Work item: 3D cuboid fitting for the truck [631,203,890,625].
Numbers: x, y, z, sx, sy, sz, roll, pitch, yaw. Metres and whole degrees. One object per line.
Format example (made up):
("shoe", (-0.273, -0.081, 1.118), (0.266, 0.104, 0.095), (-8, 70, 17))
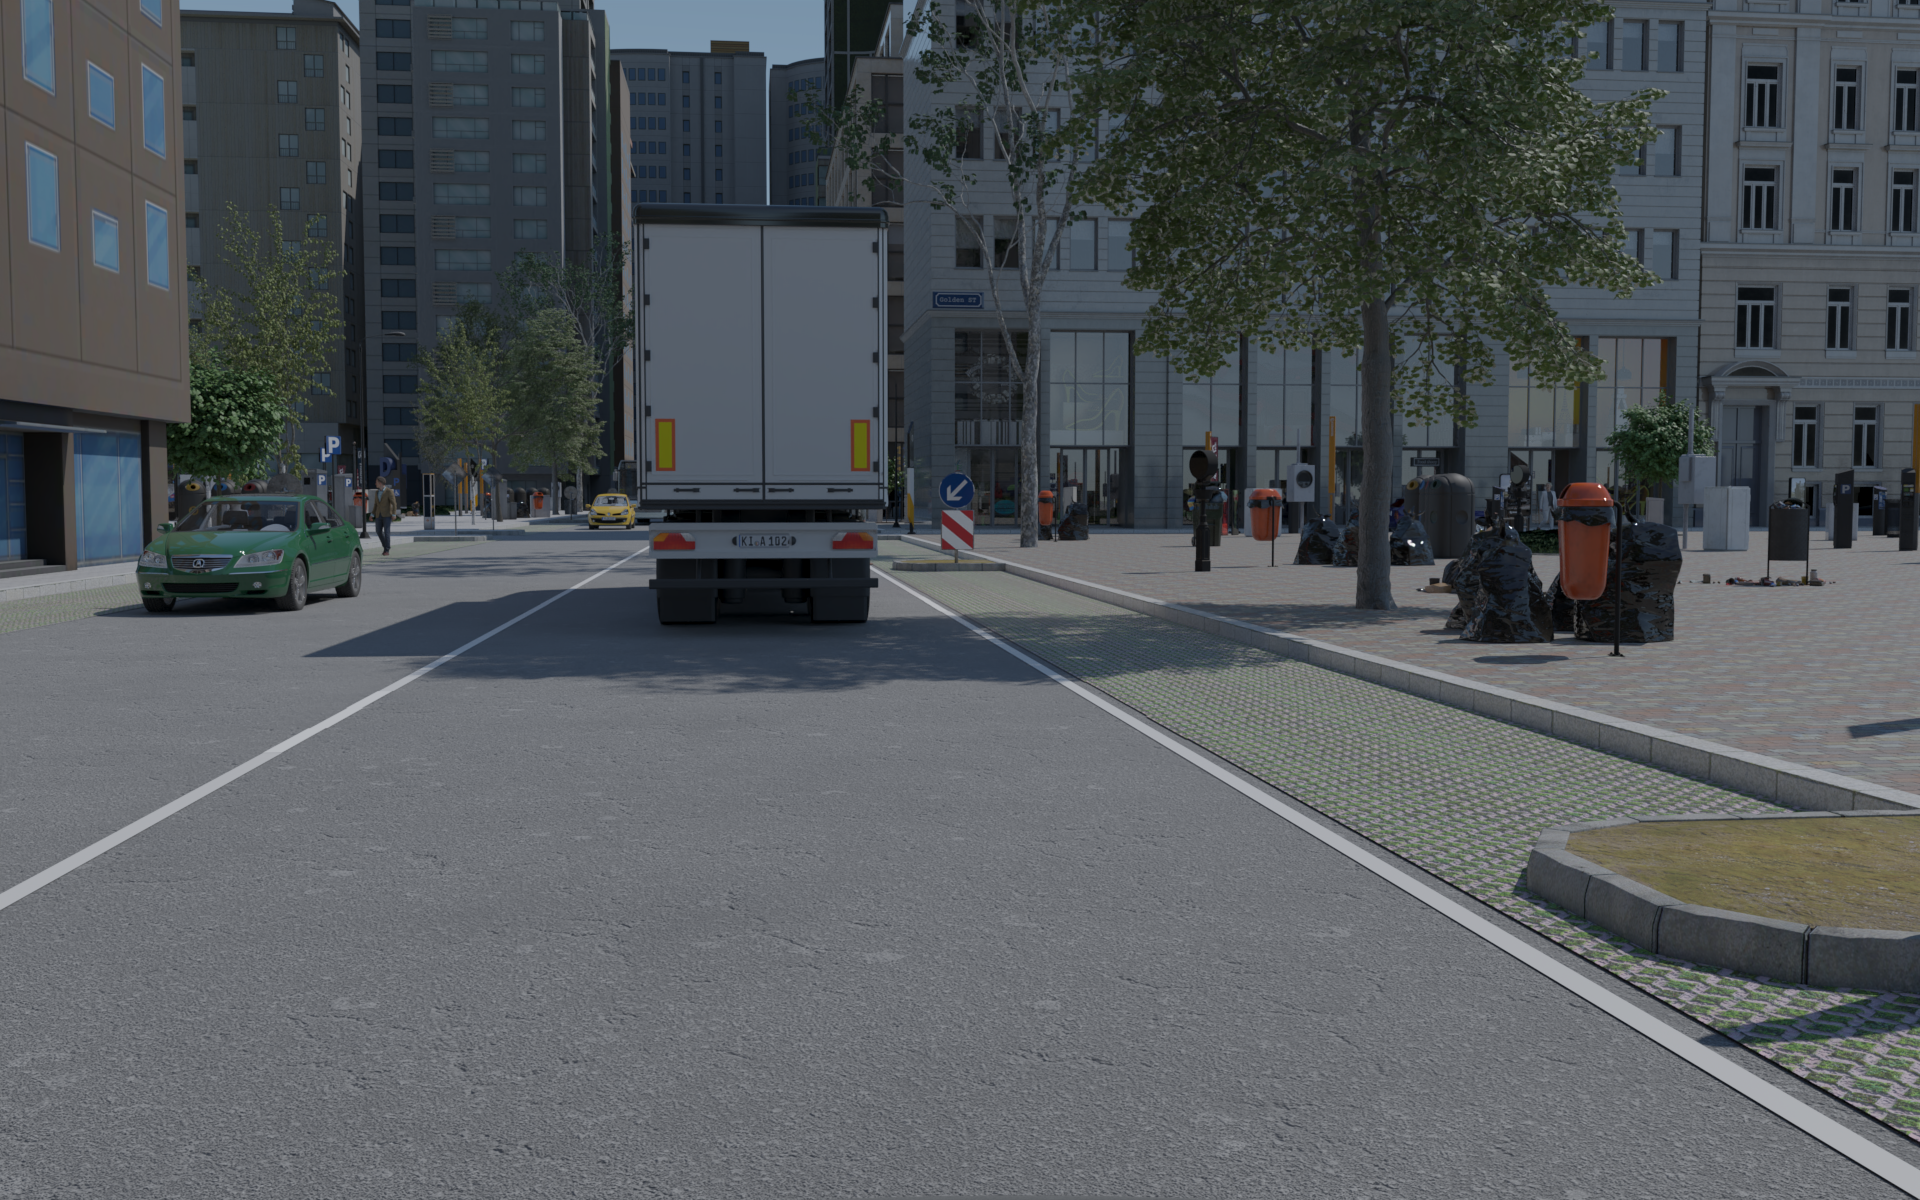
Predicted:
("truck", (-2.551, -2.047, 22.390), (2.839, 4.237, 11.283), (0, 4, -7))

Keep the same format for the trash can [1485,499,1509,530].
("trash can", (16.546, -2.553, 53.400), (0.748, 1.137, 0.748), (0, 3, 0))

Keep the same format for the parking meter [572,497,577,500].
("parking meter", (-26.406, -6.733, 118.491), (0.372, 1.533, 0.369), (0, 3, 0))

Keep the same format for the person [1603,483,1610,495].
("person", (22.102, -3.122, 59.726), (0.592, 1.802, 0.473), (1, 4, 21))

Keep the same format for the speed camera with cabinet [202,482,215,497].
("speed camera with cabinet", (-35.794, -5.354, 81.872), (2.038, 3.252, 0.660), (2, 4, 33))

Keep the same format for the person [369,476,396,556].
("person", (-13.433, -1.952, 40.323), (0.656, 1.842, 0.836), (-1, 4, -8))

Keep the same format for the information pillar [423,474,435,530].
("information pillar", (-19.107, -3.536, 62.310), (0.304, 2.012, 0.304), (0, 4, 7))

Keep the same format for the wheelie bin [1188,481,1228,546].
("wheelie bin", (6.109, -2.118, 42.537), (0.980, 1.594, 0.693), (-1, 4, -11))

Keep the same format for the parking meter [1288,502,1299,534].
("parking meter", (10.813, -3.083, 56.112), (0.255, 1.863, 0.399), (0, 4, -5))

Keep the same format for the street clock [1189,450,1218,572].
("street clock", (4.020, -1.471, 28.622), (0.358, 2.002, 0.471), (-2, 4, -34))

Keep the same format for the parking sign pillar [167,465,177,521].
("parking sign pillar", (-37.849, -5.746, 82.426), (1.447, 3.967, 1.447), (-3, 4, -39))

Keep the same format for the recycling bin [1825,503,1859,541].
("recycling bin", (24.446, -2.169, 48.024), (0.722, 1.027, 0.722), (1, 4, 19))

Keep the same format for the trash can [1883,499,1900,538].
("trash can", (27.615, -2.412, 51.094), (0.748, 1.137, 0.748), (0, 3, 0))

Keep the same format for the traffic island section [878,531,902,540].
("traffic island section", (-2.974, -1.989, 54.803), (2.009, 0.180, 2.903), (0, 4, -7))

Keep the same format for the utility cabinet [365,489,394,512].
("utility cabinet", (-27.149, -4.436, 81.201), (1.173, 1.500, 0.318), (1, 4, 14))

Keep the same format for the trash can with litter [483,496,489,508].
("trash can with litter", (-28.661, -5.746, 105.342), (1.055, 1.170, 0.624), (1, 4, 11))

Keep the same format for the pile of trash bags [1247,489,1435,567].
("pile of trash bags", (6.716, -1.311, 31.195), (3.447, 1.369, 1.912), (-1, 4, -22))

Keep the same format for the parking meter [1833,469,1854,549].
("parking meter", (20.807, -2.147, 40.816), (0.399, 1.863, 0.255), (1, 4, 11))

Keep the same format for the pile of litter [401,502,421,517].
("pile of litter", (-31.325, -5.193, 98.876), (1.176, 0.858, 1.719), (0, 4, -8))

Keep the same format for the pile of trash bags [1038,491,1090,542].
("pile of trash bags", (2.589, -2.333, 47.900), (1.912, 1.369, 3.447), (1, 4, 10))

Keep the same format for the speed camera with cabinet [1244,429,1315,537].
("speed camera with cabinet", (9.627, -3.536, 52.154), (2.038, 3.252, 0.660), (-1, 4, -14))

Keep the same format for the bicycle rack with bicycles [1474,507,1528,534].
("bicycle rack with bicycles", (14.650, -2.181, 49.046), (2.852, 0.926, 2.925), (3, 5, 42))

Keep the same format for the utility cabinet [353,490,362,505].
("utility cabinet", (-29.831, -4.739, 86.164), (0.318, 1.500, 1.173), (0, 4, 4))

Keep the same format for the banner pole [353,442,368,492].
("banner pole", (-28.766, -5.684, 82.950), (0.863, 3.779, 0.401), (1, 4, 14))

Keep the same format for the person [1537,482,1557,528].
("person", (20.488, -3.184, 60.431), (0.514, 1.842, 0.818), (-2, 4, -25))

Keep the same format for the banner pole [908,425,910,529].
("banner pole", (-1.767, -4.465, 63.018), (0.401, 3.779, 0.863), (1, 4, 9))

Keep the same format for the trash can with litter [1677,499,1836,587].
("trash can with litter", (11.338, -0.830, 24.631), (2.233, 1.210, 1.678), (1, 4, 18))

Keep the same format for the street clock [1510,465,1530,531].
("street clock", (14.003, -2.373, 43.366), (0.358, 2.002, 0.471), (-2, 4, -25))

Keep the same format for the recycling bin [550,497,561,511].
("recycling bin", (-31.369, -7.422, 133.896), (0.722, 1.027, 0.722), (-3, 5, -42))

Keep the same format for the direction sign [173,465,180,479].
("direction sign", (-41.465, -6.099, 91.723), (0.379, 3.537, 0.876), (2, 4, 33))

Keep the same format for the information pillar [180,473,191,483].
("information pillar", (-33.107, -5.065, 74.160), (0.504, 3.616, 0.183), (-1, 4, -21))

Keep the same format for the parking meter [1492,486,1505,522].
("parking meter", (16.254, -2.683, 52.276), (0.372, 1.533, 0.369), (0, 3, 0))

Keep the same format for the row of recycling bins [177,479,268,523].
("row of recycling bins", (-20.114, -2.526, 48.406), (3.534, 1.692, 1.069), (0, 4, 0))

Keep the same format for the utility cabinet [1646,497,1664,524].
("utility cabinet", (13.169, -1.326, 32.835), (0.306, 1.237, 1.020), (1, 4, 20))

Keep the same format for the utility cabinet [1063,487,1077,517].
("utility cabinet", (3.349, -2.704, 52.896), (0.318, 1.500, 1.173), (1, 4, 9))

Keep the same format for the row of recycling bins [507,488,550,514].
("row of recycling bins", (-27.493, -6.271, 109.649), (1.069, 1.692, 3.534), (3, 5, 42))

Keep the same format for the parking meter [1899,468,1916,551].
("parking meter", (21.386, -2.043, 39.107), (0.255, 1.863, 0.399), (1, 4, 23))

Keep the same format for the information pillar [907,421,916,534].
("information pillar", (-1.576, -3.918, 55.418), (0.183, 3.616, 0.504), (1, 4, 14))

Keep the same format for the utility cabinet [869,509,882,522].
("utility cabinet", (-3.913, -4.226, 80.258), (0.306, 1.237, 1.020), (-2, 4, -26))

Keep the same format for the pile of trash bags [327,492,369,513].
("pile of trash bags", (-25.344, -3.640, 69.265), (3.447, 1.369, 1.912), (0, 4, 2))

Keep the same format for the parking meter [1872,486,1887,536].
("parking meter", (28.427, -2.759, 53.514), (0.372, 1.533, 0.369), (0, 3, 0))

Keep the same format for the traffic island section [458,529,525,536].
("traffic island section", (-16.502, -2.380, 61.186), (2.009, 0.180, 2.903), (0, 4, -7))

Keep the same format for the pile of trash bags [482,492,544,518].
("pile of trash bags", (-23.687, -5.060, 92.483), (1.912, 1.369, 3.447), (3, 4, 38))

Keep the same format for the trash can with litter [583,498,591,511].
("trash can with litter", (-28.322, -7.267, 130.205), (1.055, 1.170, 0.624), (-3, 5, -43))

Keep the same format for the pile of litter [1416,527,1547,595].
("pile of litter", (6.848, -0.520, 22.471), (1.719, 0.858, 1.176), (3, 4, 37))

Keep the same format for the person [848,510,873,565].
("person", (-2.105, -1.603, 34.810), (0.635, 1.810, 0.391), (2, 4, 28))

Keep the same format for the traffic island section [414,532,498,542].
("traffic island section", (-15.521, -1.895, 53.261), (2.009, 0.180, 2.903), (0, 4, -7))

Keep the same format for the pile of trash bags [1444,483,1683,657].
("pile of trash bags", (5.293, -0.328, 15.114), (1.912, 1.369, 3.447), (1, 4, 13))

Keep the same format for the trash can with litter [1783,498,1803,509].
("trash can with litter", (24.001, -2.364, 50.038), (0.624, 1.170, 1.055), (2, 4, 26))

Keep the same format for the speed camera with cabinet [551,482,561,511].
("speed camera with cabinet", (-31.515, -8.433, 132.212), (2.038, 3.252, 0.660), (0, 4, -5))

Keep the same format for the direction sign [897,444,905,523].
("direction sign", (-2.623, -5.256, 77.931), (0.379, 3.537, 0.876), (2, 4, 28))

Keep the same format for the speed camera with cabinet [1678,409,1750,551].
("speed camera with cabinet", (17.298, -2.776, 39.728), (0.660, 3.252, 2.038), (-1, 4, -8))

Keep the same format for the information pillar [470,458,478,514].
("information pillar", (-31.329, -7.351, 111.550), (0.183, 3.616, 0.504), (3, 5, 40))

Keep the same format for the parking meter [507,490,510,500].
("parking meter", (-25.510, -5.452, 97.557), (0.372, 1.533, 0.369), (0, 3, 0))

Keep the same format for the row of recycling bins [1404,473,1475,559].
("row of recycling bins", (9.970, -1.765, 35.970), (1.069, 1.692, 3.534), (0, 4, 4))

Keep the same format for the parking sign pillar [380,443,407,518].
("parking sign pillar", (-30.053, -6.291, 91.329), (1.447, 3.967, 1.447), (3, 5, 42))

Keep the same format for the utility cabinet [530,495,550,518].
("utility cabinet", (-22.943, -5.106, 94.648), (1.020, 1.237, 0.306), (-2, 4, -26))
